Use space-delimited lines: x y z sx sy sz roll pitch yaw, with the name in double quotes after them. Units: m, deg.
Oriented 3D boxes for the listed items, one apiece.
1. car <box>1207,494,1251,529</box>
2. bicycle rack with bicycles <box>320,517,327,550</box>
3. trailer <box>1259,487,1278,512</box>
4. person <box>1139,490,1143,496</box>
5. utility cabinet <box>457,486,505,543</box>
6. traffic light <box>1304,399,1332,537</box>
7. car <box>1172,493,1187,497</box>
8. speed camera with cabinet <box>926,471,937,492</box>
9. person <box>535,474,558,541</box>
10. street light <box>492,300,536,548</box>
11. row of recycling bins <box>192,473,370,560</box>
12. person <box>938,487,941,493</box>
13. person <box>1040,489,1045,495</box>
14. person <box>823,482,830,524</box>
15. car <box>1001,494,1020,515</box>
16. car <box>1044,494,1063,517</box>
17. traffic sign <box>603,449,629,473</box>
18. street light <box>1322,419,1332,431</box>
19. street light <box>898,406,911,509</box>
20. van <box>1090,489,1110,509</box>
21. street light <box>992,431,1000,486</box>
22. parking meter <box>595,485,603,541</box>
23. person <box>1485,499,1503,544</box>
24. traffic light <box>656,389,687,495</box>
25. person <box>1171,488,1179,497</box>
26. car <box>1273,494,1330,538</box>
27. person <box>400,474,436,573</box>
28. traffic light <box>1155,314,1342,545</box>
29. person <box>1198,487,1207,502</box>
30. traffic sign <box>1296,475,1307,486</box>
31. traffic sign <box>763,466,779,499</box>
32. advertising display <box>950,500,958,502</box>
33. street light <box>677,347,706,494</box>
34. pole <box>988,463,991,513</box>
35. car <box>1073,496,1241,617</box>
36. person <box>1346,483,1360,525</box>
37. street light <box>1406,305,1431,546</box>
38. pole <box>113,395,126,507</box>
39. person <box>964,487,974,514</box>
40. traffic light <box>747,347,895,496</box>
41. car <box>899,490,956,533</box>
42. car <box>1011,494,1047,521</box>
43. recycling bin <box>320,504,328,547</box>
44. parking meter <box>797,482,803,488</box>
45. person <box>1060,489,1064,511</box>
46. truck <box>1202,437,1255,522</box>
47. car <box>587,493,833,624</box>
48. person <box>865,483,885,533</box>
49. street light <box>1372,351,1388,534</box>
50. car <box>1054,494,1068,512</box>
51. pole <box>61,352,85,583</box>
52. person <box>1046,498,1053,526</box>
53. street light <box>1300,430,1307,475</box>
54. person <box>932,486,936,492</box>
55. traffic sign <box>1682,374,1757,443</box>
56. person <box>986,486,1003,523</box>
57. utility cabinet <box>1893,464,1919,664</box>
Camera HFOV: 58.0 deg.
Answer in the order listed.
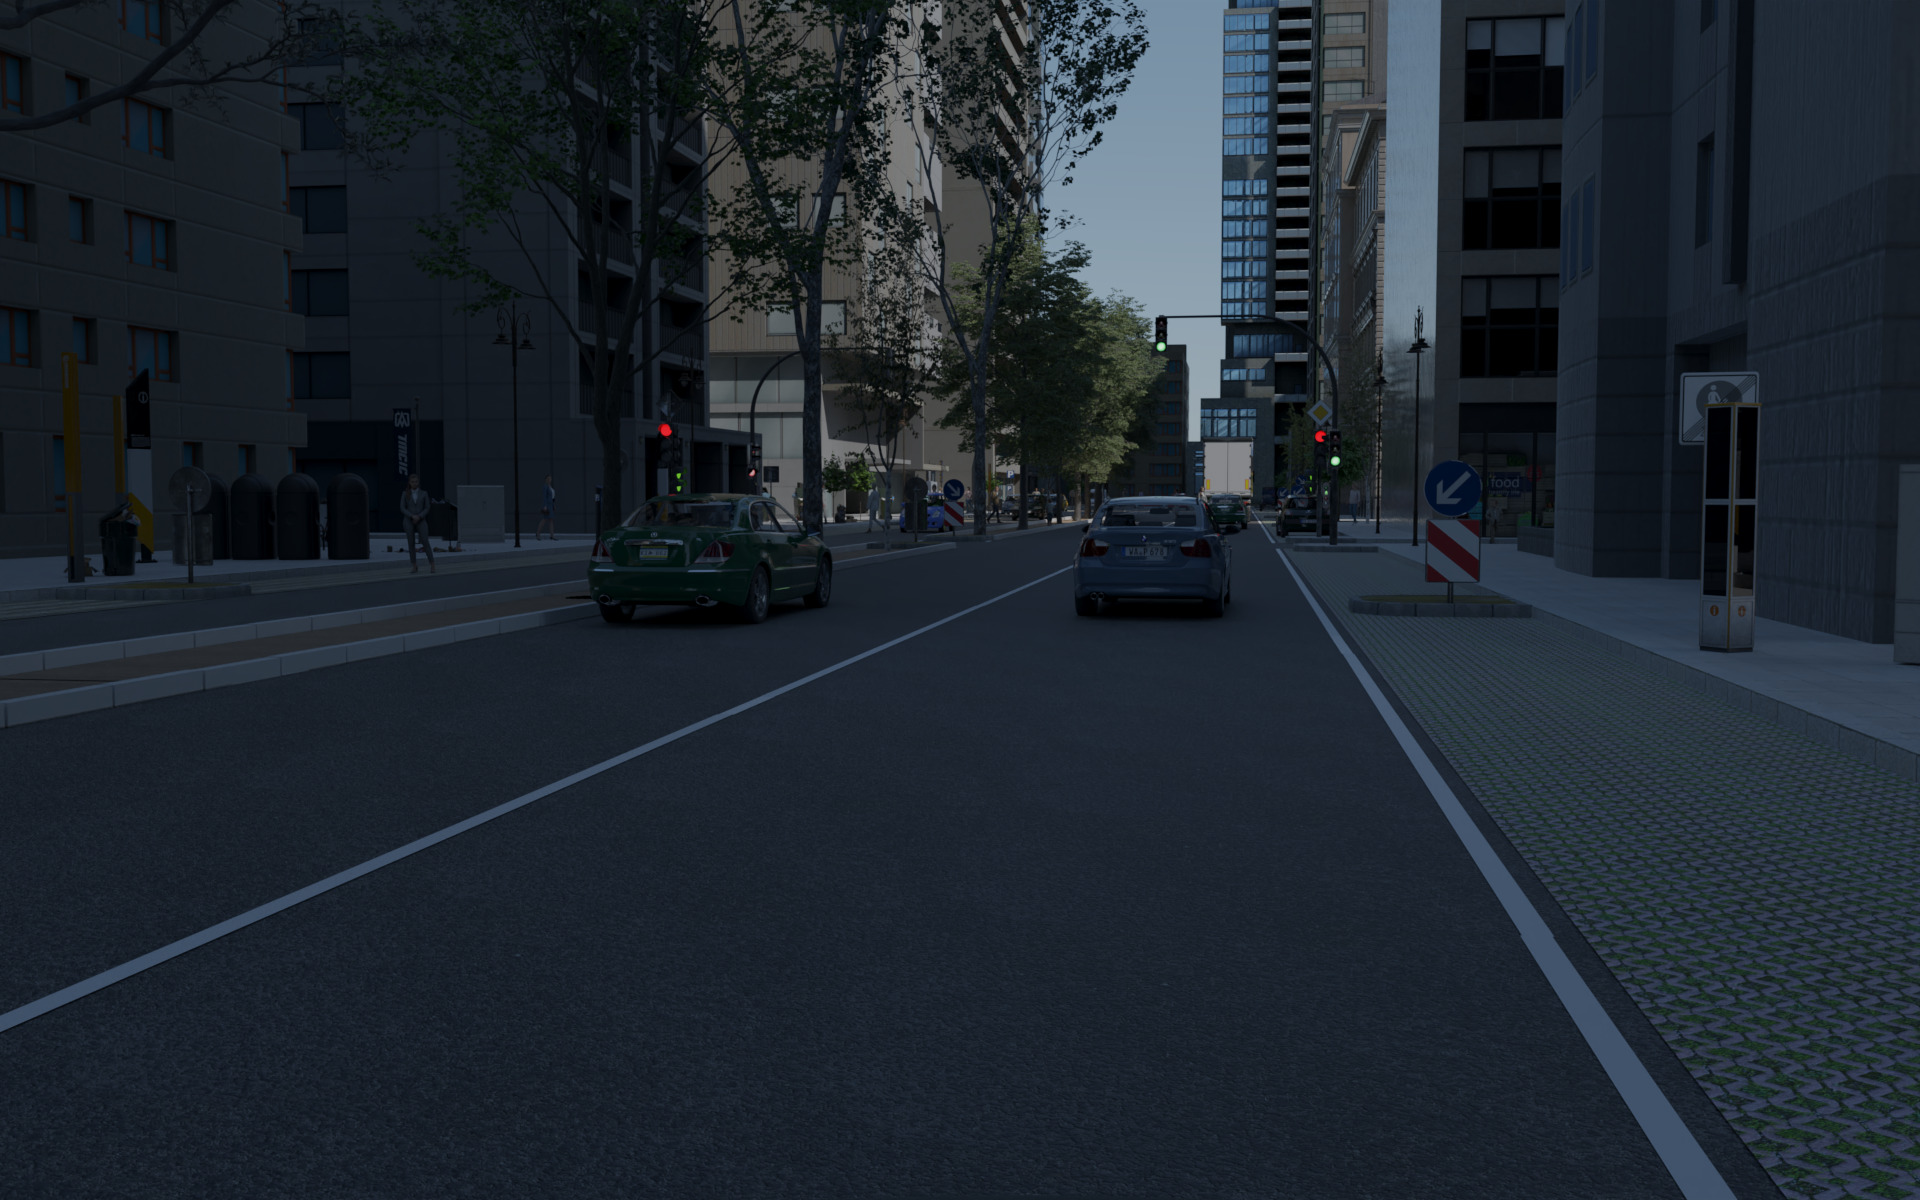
11.024 -3.677 71.914 2.131 1.459 4.920 1 4 9 "car"
-15.724 -1.572 39.092 2.925 0.926 2.852 1 4 23 "bicycle rack with bicycles"
25.144 -8.193 141.007 1.471 1.999 3.904 1 4 10 "trailer"
17.791 -9.957 171.160 0.709 1.838 0.599 -2 4 -35 "person"
-12.504 -2.235 45.219 1.173 1.500 0.318 -1 4 -16 "utility cabinet"
10.670 -3.825 51.455 0.839 4.253 0.868 1 4 9 "traffic light"
19.386 -8.819 153.226 2.155 1.783 4.494 1 4 10 "car"
-2.488 -7.925 123.911 0.660 3.252 2.038 3 5 39 "speed camera with cabinet"
-11.394 -2.551 47.775 0.654 1.822 0.581 2 4 26 "person"
-10.639 -4.200 41.464 0.468 5.910 1.993 1 4 9 "street light"
-13.360 -1.642 33.965 3.534 1.692 1.069 0 4 0 "row of recycling bins"
-1.409 -7.294 125.647 0.624 1.780 0.694 3 5 43 "person"
5.481 -6.526 115.451 0.529 1.795 0.600 1 4 22 "person"
-5.864 -4.080 73.021 0.678 1.792 0.850 3 5 42 "person"
3.854 -6.436 117.233 2.014 1.417 4.499 1 4 9 "car"
5.561 -6.056 111.014 2.014 1.417 4.499 1 4 9 "car"
-9.380 -2.876 47.134 0.768 2.556 0.104 1 4 14 "traffic sign"
19.072 -7.181 90.193 0.468 5.910 1.993 1 4 9 "street light"
-2.875 -7.103 88.918 0.468 5.910 1.993 1 4 9 "street light"
11.041 -8.076 139.055 2.013 2.044 4.112 0 4 8 "van"
2.528 -9.182 122.919 0.468 5.910 1.993 1 4 9 "street light"
-9.610 -2.333 46.559 0.372 1.533 0.369 0 3 0 "parking meter"
14.647 -2.120 47.441 0.475 1.303 0.640 0 4 -8 "person"
-7.749 -3.511 46.327 0.839 4.253 0.868 1 4 9 "traffic light"
11.884 -5.307 95.842 0.524 1.755 0.480 2 4 25 "person"
11.464 -2.927 57.642 2.009 1.686 4.222 0 4 7 "car"
-9.736 -1.366 31.105 0.520 1.790 0.573 -2 4 -35 "person"
7.312 -4.226 43.766 4.771 5.953 1.251 1 4 9 "traffic light"
11.972 -4.652 84.831 0.573 1.790 0.520 3 5 43 "person"
22.922 -7.109 116.333 0.768 2.556 0.104 1 4 17 "traffic sign"
-6.872 -3.723 63.007 0.606 2.300 0.079 1 4 12 "traffic sign"
-0.441 -5.976 102.920 0.123 1.923 0.974 2 4 32 "advertising display"
-8.459 -5.015 54.778 0.468 5.910 1.993 1 4 9 "street light"
1.970 -7.430 115.326 0.158 3.312 0.155 0 3 0 "pole"
2.458 -0.584 21.552 2.014 1.417 4.499 1 4 11 "car"
16.194 -3.944 71.205 0.731 1.740 0.598 3 5 42 "person"
11.231 -4.267 42.556 0.468 5.910 1.993 1 4 9 "street light"
-17.424 -2.574 35.925 0.158 3.312 0.155 0 3 0 "pole"
0.627 -6.356 110.548 0.643 1.750 0.593 3 4 39 "person"
-4.391 -4.847 53.909 4.771 5.953 1.251 1 4 9 "traffic light"
-1.210 -3.423 65.563 1.945 1.707 3.694 1 4 9 "car"
3.875 -5.172 94.342 2.009 1.686 4.222 1 4 10 "car"
-15.234 -1.821 42.332 0.722 1.027 0.722 1 4 20 "recycling bin"
-7.922 -4.946 86.583 0.399 1.863 0.255 -3 5 -43 "parking meter"
6.191 -6.023 107.720 0.466 1.731 0.760 -1 4 -11 "person"
14.068 -6.236 90.869 2.839 4.237 11.283 1 4 9 "truck"
-2.836 -0.540 20.626 2.131 1.459 4.920 1 4 10 "car"
-3.096 -3.368 63.451 0.818 1.842 0.514 0 4 1 "person"
13.558 -5.092 56.035 0.468 5.910 1.993 1 4 9 "street light"
7.847 -8.061 142.015 2.015 1.641 3.980 1 4 9 "car"
-12.810 -1.906 25.010 0.158 3.312 0.155 0 3 0 "pole"
3.674 -3.564 71.451 0.332 1.250 0.352 1 4 11 "person"
24.643 -9.274 124.425 0.468 5.910 1.993 1 4 9 "street light"
-1.262 -4.675 84.901 0.622 1.834 0.822 2 4 28 "person"
6.387 -0.765 14.640 0.606 2.300 0.079 1 4 16 "traffic sign"
1.726 -4.749 86.052 0.836 1.842 0.656 0 4 2 "person"
7.545 -0.245 12.678 0.318 1.500 1.173 -3 5 -45 "utility cabinet"
